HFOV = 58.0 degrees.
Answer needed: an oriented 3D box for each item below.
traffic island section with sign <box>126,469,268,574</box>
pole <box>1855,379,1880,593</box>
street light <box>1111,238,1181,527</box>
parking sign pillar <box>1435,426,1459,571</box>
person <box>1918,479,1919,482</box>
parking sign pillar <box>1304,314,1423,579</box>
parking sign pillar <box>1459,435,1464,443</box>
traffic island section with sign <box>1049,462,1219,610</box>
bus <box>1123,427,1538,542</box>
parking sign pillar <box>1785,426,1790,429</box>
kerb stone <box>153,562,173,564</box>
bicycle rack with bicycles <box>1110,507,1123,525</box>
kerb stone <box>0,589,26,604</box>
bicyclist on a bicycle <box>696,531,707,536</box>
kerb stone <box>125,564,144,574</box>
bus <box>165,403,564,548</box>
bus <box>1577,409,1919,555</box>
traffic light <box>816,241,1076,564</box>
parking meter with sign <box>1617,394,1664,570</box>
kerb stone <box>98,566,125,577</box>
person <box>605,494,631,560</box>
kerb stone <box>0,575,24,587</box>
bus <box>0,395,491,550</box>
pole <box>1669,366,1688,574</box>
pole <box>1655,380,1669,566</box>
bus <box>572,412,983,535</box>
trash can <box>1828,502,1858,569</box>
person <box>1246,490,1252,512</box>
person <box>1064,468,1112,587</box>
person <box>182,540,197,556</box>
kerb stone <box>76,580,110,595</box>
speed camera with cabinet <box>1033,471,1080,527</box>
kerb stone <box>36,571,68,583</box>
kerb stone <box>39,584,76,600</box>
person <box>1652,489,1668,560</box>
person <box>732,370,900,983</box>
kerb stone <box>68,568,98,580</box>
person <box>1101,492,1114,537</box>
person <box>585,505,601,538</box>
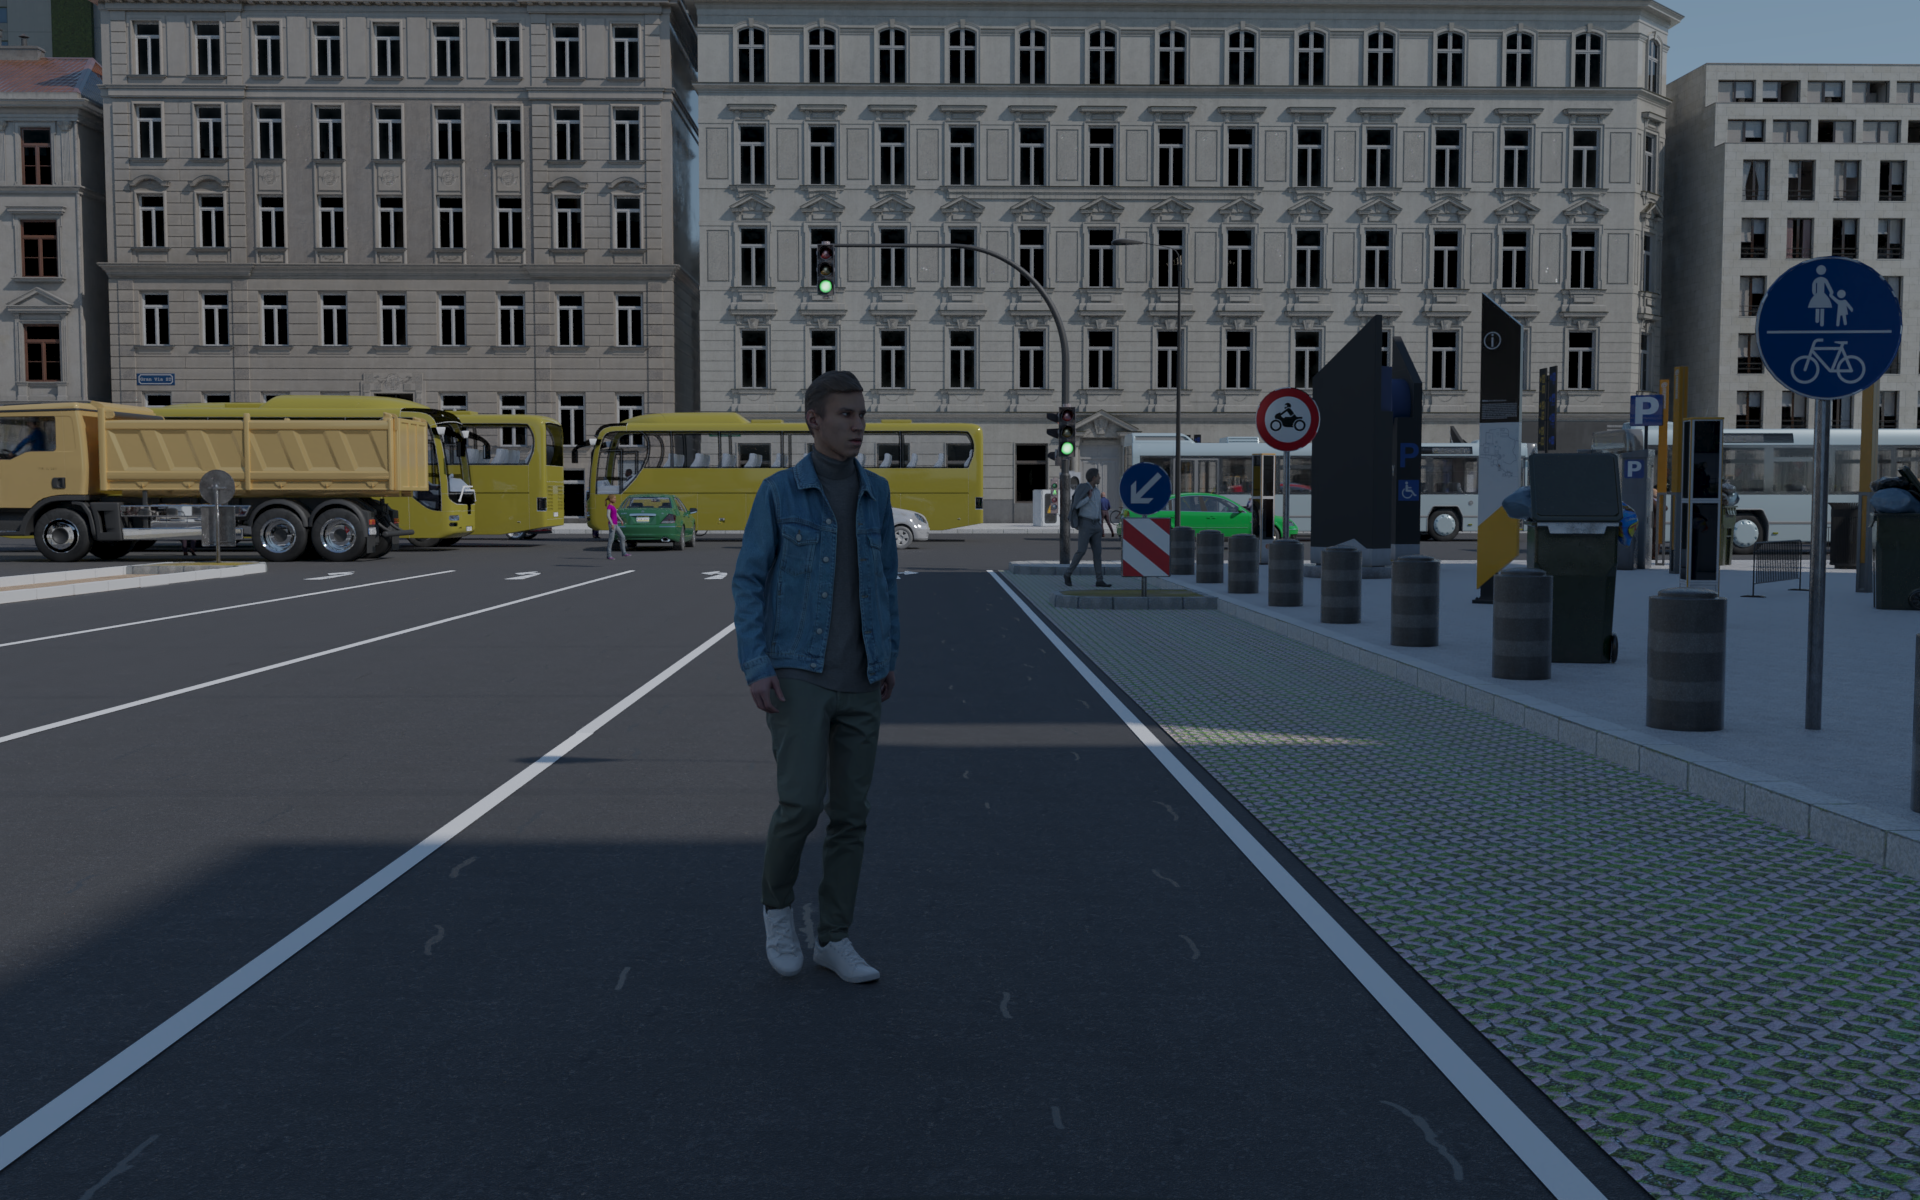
[{"bbox_3d":[-13.805,-1.437,31.638,2.006,1.907,1.989,0,4,-1],"label":"traffic island section with sign"},{"bbox_3d":[11.800,-1.752,22.489,0.158,3.312,0.155,0,3,0],"label":"pole"},{"bbox_3d":[3.451,-3.615,31.643,1.470,5.913,1.316,0,4,-1],"label":"street light"},{"bbox_3d":[7.336,-2.479,29.012,1.447,3.967,1.447,0,4,-2],"label":"parking sign pillar"},{"bbox_3d":[21.702,-1.859,39.249,0.694,1.780,0.624,0,4,-5],"label":"person"},{"bbox_3d":[6.036,-2.338,26.707,1.447,3.967,1.447,-2,4,-34],"label":"parking sign pillar"},{"bbox_3d":[19.370,-4.851,67.780,1.447,3.967,1.447,-1,4,-8],"label":"parking sign pillar"},{"bbox_3d":[2.177,-0.835,22.274,1.989,1.847,2.006,0,4,-1],"label":"traffic island section with sign"},{"bbox_3d":[11.755,-3.570,53.235,13.247,3.499,2.948,0,4,-1],"label":"bus"},{"bbox_3d":[32.146,-4.911,68.775,1.447,3.967,1.447,0,4,8],"label":"parking sign pillar"},{"bbox_3d":[-14.872,-0.605,32.127,0.120,0.150,1.000,0,4,-1],"label":"kerb stone"},{"bbox_3d":[7.940,-3.504,70.667,2.925,0.926,2.852,3,5,42],"label":"bicycle rack with bicycles"},{"bbox_3d":[-12.550,-0.045,22.939,0.120,0.150,1.000,0,4,-1],"label":"kerb stone"},{"bbox_3d":[-9.322,-2.975,58.664,1.625,1.676,1.499,0,4,0],"label":"bicyclist on a bicycle"},{"bbox_3d":[-14.845,-0.543,31.101,0.120,0.150,1.000,0,4,-1],"label":"kerb stone"},{"bbox_3d":[-17.213,-3.411,47.324,12.252,3.916,2.896,0,4,-1],"label":"bus"},{"bbox_3d":[21.288,-2.877,41.893,13.247,3.499,2.948,0,3,0],"label":"bus"},{"bbox_3d":[-0.193,-3.474,31.474,4.771,5.953,1.251,0,4,-1],"label":"traffic light"},{"bbox_3d":[11.630,-2.051,29.795,0.543,3.016,1.738,2,4,32],"label":"parking meter with sign"},{"bbox_3d":[-14.823,-0.481,30.061,0.120,0.150,1.000,0,4,-1],"label":"kerb stone"},{"bbox_3d":[-7.475,-1.608,38.032,0.776,1.435,0.726,0,4,5],"label":"person"},{"bbox_3d":[-14.746,-0.292,26.966,0.120,0.150,1.000,0,4,-1],"label":"kerb stone"},{"bbox_3d":[-18.321,-3.186,43.636,12.252,3.916,2.896,0,4,-3],"label":"bus"},{"bbox_3d":[11.529,-2.076,27.781,0.158,3.312,0.155,0,3,0],"label":"pole"},{"bbox_3d":[12.574,-2.274,31.019,0.158,3.312,0.155,0,3,0],"label":"pole"},{"bbox_3d":[-5.424,-3.753,52.905,12.252,3.916,2.896,0,4,0],"label":"bus"},{"bbox_3d":[15.267,-1.104,29.709,0.748,1.137,0.748,0,3,0],"label":"trash can"},{"bbox_3d":[8.137,-2.292,48.043,0.319,1.574,0.516,3,5,44],"label":"person"},{"bbox_3d":[1.943,-1.101,26.608,0.850,1.850,0.679,3,5,39],"label":"person"},{"bbox_3d":[-17.977,-1.791,40.485,0.574,1.496,0.600,2,4,24],"label":"person"},{"bbox_3d":[-12.598,-0.172,25.005,0.120,0.150,1.000,0,4,-1],"label":"kerb stone"},{"bbox_3d":[3.842,-4.545,68.648,2.038,3.252,0.660,-3,4,-38],"label":"speed camera with cabinet"},{"bbox_3d":[-14.770,-0.355,28.000,0.120,0.150,1.000,0,4,-1],"label":"kerb stone"},{"bbox_3d":[-12.576,-0.103,23.966,0.120,0.150,1.000,0,4,-1],"label":"kerb stone"},{"bbox_3d":[14.843,-1.597,36.881,0.388,1.546,0.482,3,4,36],"label":"person"},{"bbox_3d":[-0.409,0.228,5.109,0.601,1.785,0.444,-2,4,-30],"label":"person"},{"bbox_3d":[-14.800,-0.418,29.035,0.120,0.150,1.000,0,4,-1],"label":"kerb stone"},{"bbox_3d":[4.822,-2.838,57.600,0.574,1.496,0.600,0,4,-3],"label":"person"},{"bbox_3d":[-11.862,-2.787,56.272,0.614,1.554,0.590,0,4,3],"label":"person"}]
